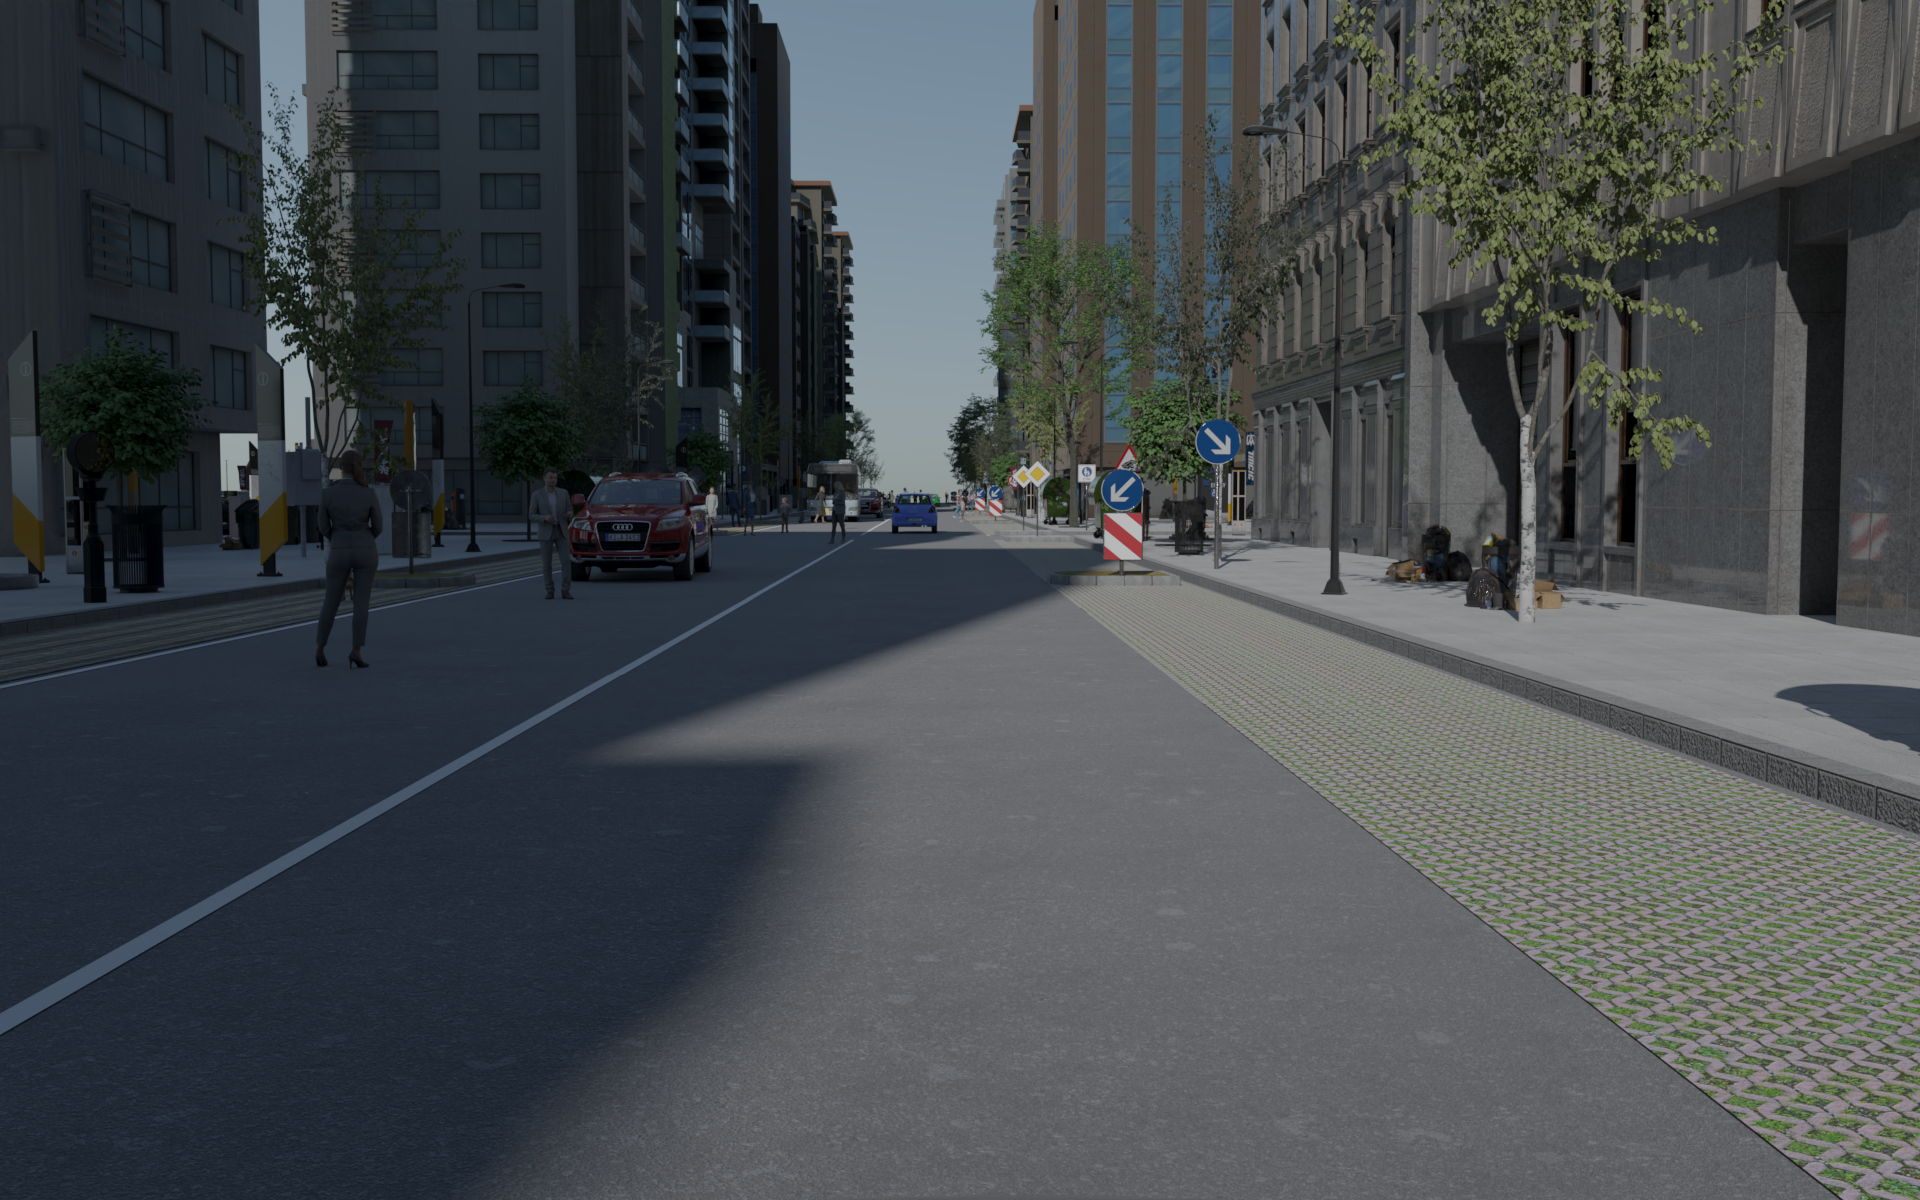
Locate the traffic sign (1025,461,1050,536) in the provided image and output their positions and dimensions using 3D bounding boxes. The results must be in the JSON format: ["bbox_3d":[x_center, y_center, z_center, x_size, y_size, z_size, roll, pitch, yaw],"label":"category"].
[{"bbox_3d":[2.341,-2.984,52.424,0.795,2.450,0.064,0,4,-1],"label":"traffic sign"}]

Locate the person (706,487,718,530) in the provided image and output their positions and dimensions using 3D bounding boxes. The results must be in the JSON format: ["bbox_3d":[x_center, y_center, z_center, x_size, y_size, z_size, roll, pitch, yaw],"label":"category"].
[{"bbox_3d":[-9.307,-3.399,65.071,0.512,1.701,0.522,0,4,-1],"label":"person"}]

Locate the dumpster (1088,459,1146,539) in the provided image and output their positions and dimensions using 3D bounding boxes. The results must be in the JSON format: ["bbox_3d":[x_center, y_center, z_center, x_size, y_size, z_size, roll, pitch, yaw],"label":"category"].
[{"bbox_3d":[4.453,-2.847,49.043,1.502,2.255,1.985,0,4,-1],"label":"dumpster"}]

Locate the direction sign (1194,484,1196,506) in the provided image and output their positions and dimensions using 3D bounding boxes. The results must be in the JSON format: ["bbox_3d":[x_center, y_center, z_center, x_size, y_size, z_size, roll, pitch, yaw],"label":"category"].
[{"bbox_3d":[8.500,-4.317,62.586,0.379,3.537,0.876,-1,4,-13],"label":"direction sign"}]

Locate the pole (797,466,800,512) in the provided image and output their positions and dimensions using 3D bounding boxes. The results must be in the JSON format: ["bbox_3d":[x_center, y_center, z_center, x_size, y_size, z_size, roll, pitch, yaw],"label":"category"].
[{"bbox_3d":[-11.808,-8.123,126.659,0.158,3.312,0.155,0,3,0],"label":"pole"}]

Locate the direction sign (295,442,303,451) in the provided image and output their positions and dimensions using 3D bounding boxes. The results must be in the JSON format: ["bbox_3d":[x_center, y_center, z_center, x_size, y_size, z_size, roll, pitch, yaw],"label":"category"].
[{"bbox_3d":[-28.998,-5.142,76.065,0.379,3.537,0.876,-3,5,-41],"label":"direction sign"}]

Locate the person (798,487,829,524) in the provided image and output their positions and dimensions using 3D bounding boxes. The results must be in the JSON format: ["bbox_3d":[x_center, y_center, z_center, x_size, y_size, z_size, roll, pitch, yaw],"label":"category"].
[{"bbox_3d":[-7.110,-4.615,84.171,1.509,1.804,0.699,-1,4,-13],"label":"person"}]

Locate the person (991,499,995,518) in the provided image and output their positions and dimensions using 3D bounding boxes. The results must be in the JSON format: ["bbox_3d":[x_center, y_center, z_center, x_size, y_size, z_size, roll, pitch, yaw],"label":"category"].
[{"bbox_3d":[1.987,-5.595,104.643,0.373,1.253,0.362,-2,4,-35],"label":"person"}]

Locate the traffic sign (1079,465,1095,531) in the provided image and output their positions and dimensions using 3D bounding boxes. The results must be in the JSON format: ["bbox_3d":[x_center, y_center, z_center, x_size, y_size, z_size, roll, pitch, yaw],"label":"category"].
[{"bbox_3d":[4.430,-3.573,60.552,0.606,2.300,0.079,0,4,0],"label":"traffic sign"}]

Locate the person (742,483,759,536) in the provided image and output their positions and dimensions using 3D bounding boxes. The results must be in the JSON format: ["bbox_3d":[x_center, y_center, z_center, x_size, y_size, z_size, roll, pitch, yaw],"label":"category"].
[{"bbox_3d":[-7.231,-3.125,59.620,0.581,1.822,0.654,-1,4,-23],"label":"person"}]

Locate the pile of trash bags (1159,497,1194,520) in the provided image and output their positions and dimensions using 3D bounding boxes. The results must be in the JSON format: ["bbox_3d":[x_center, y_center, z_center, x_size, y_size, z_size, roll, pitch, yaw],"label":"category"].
[{"bbox_3d":[11.644,-4.728,87.049,3.447,1.369,1.912,3,4,36],"label":"pile of trash bags"}]

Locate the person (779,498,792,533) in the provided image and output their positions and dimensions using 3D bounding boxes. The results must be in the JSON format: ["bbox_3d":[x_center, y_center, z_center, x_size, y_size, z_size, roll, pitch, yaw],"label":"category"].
[{"bbox_3d":[-6.434,-3.123,63.836,0.475,1.303,0.640,0,4,3],"label":"person"}]

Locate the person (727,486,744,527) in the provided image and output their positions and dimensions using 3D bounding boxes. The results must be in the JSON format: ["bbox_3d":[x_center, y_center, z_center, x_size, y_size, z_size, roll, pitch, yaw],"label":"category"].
[{"bbox_3d":[-9.735,-4.055,74.982,0.721,1.800,0.419,1,4,17],"label":"person"}]

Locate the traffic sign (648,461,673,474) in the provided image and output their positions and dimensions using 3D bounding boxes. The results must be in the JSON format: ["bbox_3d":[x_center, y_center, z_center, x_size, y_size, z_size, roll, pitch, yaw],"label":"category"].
[{"bbox_3d":[-9.053,-2.974,52.271,0.795,2.450,0.064,0,4,-1],"label":"traffic sign"}]

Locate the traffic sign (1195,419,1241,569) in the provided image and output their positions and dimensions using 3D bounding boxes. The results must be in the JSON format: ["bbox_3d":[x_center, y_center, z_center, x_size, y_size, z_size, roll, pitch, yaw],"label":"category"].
[{"bbox_3d":[4.386,-1.800,29.542,0.768,2.556,0.104,0,4,0],"label":"traffic sign"}]

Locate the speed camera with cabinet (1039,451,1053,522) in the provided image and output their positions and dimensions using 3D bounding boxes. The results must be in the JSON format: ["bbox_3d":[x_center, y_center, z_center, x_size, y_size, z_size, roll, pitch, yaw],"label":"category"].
[{"bbox_3d":[4.007,-5.244,80.071,0.660,3.252,2.038,0,4,4],"label":"speed camera with cabinet"}]

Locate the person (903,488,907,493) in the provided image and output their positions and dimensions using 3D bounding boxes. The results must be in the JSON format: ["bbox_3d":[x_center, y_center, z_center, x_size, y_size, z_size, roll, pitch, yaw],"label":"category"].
[{"bbox_3d":[-3.043,-5.451,97.811,0.721,1.800,0.419,-1,4,-13],"label":"person"}]

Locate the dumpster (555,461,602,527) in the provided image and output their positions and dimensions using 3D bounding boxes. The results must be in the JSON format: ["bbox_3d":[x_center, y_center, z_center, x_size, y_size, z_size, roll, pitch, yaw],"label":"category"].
[{"bbox_3d":[-11.141,-2.937,50.509,1.502,2.255,1.985,0,4,-1],"label":"dumpster"}]

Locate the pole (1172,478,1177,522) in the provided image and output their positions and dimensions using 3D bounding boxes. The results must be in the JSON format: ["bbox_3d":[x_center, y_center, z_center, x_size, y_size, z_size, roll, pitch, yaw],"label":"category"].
[{"bbox_3d":[9.990,-5.298,80.462,0.158,3.312,0.155,0,3,0],"label":"pole"}]

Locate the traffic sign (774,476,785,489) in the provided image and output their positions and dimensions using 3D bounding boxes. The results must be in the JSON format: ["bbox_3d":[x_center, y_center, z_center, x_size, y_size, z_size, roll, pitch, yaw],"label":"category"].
[{"bbox_3d":[-12.503,-7.326,119.893,0.768,2.556,0.104,0,4,2],"label":"traffic sign"}]

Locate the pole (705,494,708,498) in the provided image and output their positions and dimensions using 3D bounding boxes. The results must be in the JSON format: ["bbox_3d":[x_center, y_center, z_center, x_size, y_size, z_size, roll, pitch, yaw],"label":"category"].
[{"bbox_3d":[-14.940,-6.618,102.047,0.158,3.312,0.155,0,3,0],"label":"pole"}]

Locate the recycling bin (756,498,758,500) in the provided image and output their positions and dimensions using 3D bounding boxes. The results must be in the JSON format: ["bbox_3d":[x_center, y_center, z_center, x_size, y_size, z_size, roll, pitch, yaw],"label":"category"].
[{"bbox_3d":[-13.489,-6.063,111.678,0.722,1.027,0.722,-2,4,-28],"label":"recycling bin"}]

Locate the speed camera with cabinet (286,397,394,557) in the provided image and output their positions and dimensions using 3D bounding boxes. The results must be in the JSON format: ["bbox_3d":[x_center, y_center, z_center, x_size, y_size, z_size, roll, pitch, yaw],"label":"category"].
[{"bbox_3d":[-12.865,-2.545,35.941,2.038,3.252,0.660,-3,4,-38],"label":"speed camera with cabinet"}]

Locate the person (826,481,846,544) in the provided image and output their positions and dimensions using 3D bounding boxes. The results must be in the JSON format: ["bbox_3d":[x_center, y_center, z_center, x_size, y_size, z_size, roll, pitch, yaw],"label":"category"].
[{"bbox_3d":[-3.518,-2.514,49.780,0.526,1.800,0.537,-3,4,-36],"label":"person"}]

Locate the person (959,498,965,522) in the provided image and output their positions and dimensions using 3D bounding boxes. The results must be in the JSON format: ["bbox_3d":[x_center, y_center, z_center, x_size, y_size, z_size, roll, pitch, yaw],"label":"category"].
[{"bbox_3d":[0.108,-4.593,88.273,0.352,1.250,0.332,1,4,21],"label":"person"}]

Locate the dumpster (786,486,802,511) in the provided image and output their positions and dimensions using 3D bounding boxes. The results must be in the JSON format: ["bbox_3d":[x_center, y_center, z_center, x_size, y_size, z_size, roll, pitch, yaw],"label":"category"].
[{"bbox_3d":[-12.344,-7.533,128.914,1.264,1.857,1.865,0,4,-1],"label":"dumpster"}]

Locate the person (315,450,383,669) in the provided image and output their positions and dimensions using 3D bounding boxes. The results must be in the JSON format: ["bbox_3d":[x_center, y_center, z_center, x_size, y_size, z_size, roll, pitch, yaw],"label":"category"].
[{"bbox_3d":[-5.058,-0.339,14.320,0.520,1.790,0.573,-2,4,-29],"label":"person"}]

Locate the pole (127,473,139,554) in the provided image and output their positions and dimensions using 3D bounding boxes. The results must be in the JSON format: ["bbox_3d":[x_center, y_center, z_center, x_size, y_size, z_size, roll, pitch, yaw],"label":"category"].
[{"bbox_3d":[-17.794,-2.655,37.245,0.158,3.312,0.155,0,3,0],"label":"pole"}]

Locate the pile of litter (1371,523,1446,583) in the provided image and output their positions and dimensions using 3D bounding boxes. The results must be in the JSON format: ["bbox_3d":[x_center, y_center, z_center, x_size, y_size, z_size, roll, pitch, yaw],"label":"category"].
[{"bbox_3d":[6.845,-0.713,25.617,1.719,0.858,1.176,-1,4,-10],"label":"pile of litter"}]

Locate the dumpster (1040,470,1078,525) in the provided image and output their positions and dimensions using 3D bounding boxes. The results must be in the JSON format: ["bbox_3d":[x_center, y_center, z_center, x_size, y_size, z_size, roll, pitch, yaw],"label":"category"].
[{"bbox_3d":[4.106,-4.234,71.715,1.502,2.255,1.985,0,4,-1],"label":"dumpster"}]

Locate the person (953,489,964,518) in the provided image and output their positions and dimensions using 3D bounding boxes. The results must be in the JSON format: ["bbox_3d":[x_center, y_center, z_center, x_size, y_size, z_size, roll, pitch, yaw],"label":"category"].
[{"bbox_3d":[-0.097,-5.712,102.727,0.643,1.720,0.563,0,4,6],"label":"person"}]

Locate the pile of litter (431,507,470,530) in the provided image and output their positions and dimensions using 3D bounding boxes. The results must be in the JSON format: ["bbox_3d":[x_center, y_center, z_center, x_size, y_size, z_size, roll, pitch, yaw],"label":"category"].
[{"bbox_3d":[-18.325,-2.949,62.175,1.719,0.858,1.176,3,4,38],"label":"pile of litter"}]

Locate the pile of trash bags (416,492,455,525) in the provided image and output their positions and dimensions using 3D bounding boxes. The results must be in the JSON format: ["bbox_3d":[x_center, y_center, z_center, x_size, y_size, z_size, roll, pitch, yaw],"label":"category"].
[{"bbox_3d":[-22.392,-3.828,72.337,3.447,1.369,1.912,-2,4,-34],"label":"pile of trash bags"}]

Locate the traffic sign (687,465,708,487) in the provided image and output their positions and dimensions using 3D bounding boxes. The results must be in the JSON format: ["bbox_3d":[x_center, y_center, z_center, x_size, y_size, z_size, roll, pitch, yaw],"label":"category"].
[{"bbox_3d":[-9.174,-3.463,60.255,0.795,2.450,0.064,0,4,-1],"label":"traffic sign"}]

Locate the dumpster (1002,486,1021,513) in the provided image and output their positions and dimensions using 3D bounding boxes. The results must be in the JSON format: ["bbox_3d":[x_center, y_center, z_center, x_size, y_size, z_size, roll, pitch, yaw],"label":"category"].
[{"bbox_3d":[3.473,-6.813,117.158,1.264,1.857,1.865,0,4,-1],"label":"dumpster"}]

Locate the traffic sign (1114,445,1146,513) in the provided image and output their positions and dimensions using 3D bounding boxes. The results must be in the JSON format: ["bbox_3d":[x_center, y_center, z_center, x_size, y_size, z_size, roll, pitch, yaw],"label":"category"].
[{"bbox_3d":[4.433,-2.781,45.479,0.884,2.594,0.081,0,4,4],"label":"traffic sign"}]

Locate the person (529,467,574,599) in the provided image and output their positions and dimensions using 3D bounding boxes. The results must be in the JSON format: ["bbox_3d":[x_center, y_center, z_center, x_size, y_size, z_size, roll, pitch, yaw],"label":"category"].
[{"bbox_3d":[-5.525,-0.910,23.573,0.606,1.804,0.583,-2,4,-30],"label":"person"}]

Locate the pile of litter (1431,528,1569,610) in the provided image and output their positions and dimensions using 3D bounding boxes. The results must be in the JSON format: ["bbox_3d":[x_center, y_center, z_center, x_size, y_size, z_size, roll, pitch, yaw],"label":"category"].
[{"bbox_3d":[6.430,-0.356,19.787,1.719,0.858,1.176,-3,5,-39],"label":"pile of litter"}]

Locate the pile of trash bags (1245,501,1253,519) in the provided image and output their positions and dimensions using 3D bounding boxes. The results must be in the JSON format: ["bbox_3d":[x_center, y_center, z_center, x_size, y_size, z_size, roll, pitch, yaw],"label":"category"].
[{"bbox_3d":[14.658,-4.854,89.113,1.912,1.369,3.447,-2,4,-26],"label":"pile of trash bags"}]

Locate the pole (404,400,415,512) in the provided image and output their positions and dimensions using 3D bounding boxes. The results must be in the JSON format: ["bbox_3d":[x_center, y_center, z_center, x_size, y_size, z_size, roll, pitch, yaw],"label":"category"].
[{"bbox_3d":[-11.960,-2.679,37.647,0.158,3.312,0.155,0,3,0],"label":"pole"}]

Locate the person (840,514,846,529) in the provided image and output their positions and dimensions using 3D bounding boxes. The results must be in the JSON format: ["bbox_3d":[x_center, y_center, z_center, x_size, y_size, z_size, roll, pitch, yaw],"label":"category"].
[{"bbox_3d":[-4.800,-3.564,71.016,0.306,1.304,0.590,1,4,16],"label":"person"}]

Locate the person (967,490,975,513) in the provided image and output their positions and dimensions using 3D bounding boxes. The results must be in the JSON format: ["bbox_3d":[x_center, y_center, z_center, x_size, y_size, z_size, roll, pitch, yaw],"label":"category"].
[{"bbox_3d":[0.764,-7.230,127.296,0.593,1.750,0.643,-1,4,-22],"label":"person"}]

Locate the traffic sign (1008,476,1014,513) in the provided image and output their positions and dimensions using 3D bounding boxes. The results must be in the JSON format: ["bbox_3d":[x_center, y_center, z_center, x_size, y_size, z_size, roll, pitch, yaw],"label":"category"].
[{"bbox_3d":[3.535,-7.014,114.785,0.768,2.556,0.104,0,4,0],"label":"traffic sign"}]

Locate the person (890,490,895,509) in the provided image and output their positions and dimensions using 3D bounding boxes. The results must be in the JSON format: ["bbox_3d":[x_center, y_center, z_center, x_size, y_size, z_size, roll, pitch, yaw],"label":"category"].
[{"bbox_3d":[-6.430,-9.559,164.789,0.705,1.824,1.348,-1,4,-14],"label":"person"}]

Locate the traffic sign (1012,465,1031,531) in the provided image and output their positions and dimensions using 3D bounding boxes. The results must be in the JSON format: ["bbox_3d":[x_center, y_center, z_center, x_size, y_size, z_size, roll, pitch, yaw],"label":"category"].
[{"bbox_3d":[2.219,-3.472,60.408,0.795,2.450,0.064,0,4,-1],"label":"traffic sign"}]

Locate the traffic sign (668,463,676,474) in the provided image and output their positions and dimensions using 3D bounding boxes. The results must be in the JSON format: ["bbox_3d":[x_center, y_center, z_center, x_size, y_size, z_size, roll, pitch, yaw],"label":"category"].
[{"bbox_3d":[-11.741,-4.370,71.558,0.768,2.556,0.104,0,4,8],"label":"traffic sign"}]
